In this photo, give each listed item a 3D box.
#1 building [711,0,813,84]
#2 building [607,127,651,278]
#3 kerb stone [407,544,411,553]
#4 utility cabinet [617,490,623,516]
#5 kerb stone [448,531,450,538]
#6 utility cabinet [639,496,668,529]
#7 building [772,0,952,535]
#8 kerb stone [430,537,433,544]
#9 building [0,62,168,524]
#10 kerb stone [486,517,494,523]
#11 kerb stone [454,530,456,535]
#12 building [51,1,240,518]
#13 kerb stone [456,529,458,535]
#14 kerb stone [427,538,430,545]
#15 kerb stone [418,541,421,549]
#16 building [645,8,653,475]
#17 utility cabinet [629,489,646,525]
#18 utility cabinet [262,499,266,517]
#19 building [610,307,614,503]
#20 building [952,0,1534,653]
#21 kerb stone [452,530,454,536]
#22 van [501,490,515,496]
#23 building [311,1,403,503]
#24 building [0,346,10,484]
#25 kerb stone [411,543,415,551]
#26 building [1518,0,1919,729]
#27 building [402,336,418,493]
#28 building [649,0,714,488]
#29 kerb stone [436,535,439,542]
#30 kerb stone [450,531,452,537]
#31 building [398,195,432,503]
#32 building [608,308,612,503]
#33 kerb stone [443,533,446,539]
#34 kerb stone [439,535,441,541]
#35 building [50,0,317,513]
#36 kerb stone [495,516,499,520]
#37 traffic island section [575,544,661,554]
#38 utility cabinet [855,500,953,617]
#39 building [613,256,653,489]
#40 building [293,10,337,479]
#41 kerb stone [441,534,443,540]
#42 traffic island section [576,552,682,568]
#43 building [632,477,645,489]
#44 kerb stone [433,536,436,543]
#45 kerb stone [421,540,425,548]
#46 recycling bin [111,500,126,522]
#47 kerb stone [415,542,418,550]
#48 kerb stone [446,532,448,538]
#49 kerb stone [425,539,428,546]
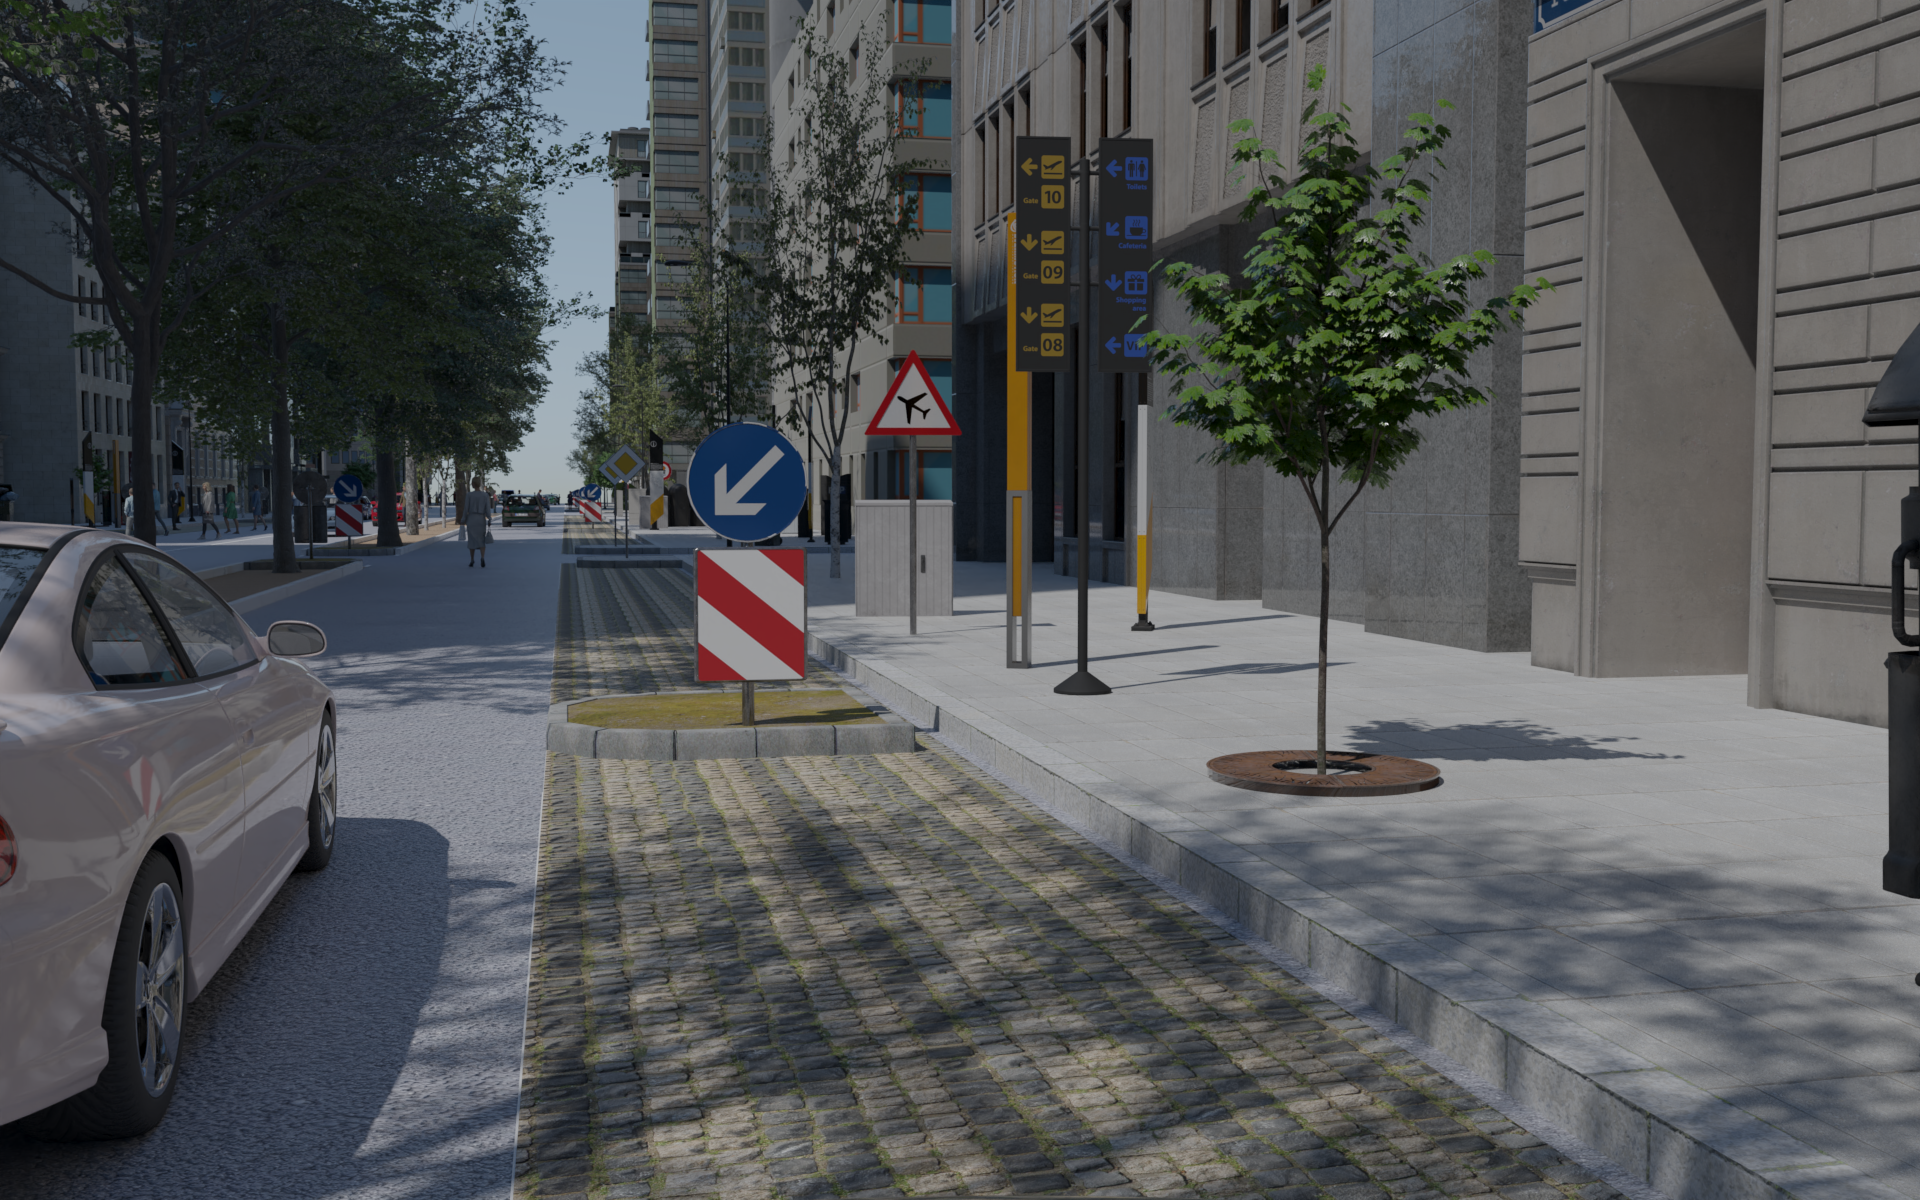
[{"bbox_3d":[-2.577,-25.453,108.039,32.217,40.220,23.993,-1,4,-13],"label":"building"},{"bbox_3d":[-35.244,-40.269,247.640,28.713,52.752,27.495,-1,4,-13],"label":"building"},{"bbox_3d":[-13.505,-1.216,42.082,0.120,0.150,1.000,-1,4,-13],"label":"kerb stone"},{"bbox_3d":[-19.314,-5.488,98.403,0.318,1.500,1.173,-1,4,-13],"label":"utility cabinet"},{"bbox_3d":[-16.689,-2.068,56.075,0.120,0.150,1.000,-1,4,-13],"label":"kerb stone"},{"bbox_3d":[-11.352,-3.242,64.169,1.020,1.237,0.306,-1,4,-22],"label":"utility cabinet"},{"bbox_3d":[9.217,-13.349,63.298,28.899,21.520,27.650,-1,4,-13],"label":"building"},{"bbox_3d":[-15.097,-1.643,49.078,0.120,0.150,1.000,-1,4,-13],"label":"kerb stone"},{"bbox_3d":[-44.832,-13.841,81.055,10.420,20.320,16.860,-1,4,-13],"label":"building"},{"bbox_3d":[-24.423,-4.150,90.041,0.120,0.150,1.000,-1,4,-13],"label":"kerb stone"},{"bbox_3d":[-17.367,-2.255,59.066,0.120,0.150,1.000,-1,4,-13],"label":"kerb stone"},{"bbox_3d":[-50.079,-19.169,99.322,13.634,28.700,20.117,-1,4,-13],"label":"building"},{"bbox_3d":[-17.598,-2.316,60.061,0.120,0.150,1.000,-1,4,-13],"label":"kerb stone"},{"bbox_3d":[-14.874,-1.583,48.081,0.120,0.150,1.000,-1,4,-13],"label":"kerb stone"},{"bbox_3d":[-14.188,-1.400,45.081,0.120,0.150,1.000,-1,4,-13],"label":"kerb stone"},{"bbox_3d":[-15.716,-32.524,151.368,23.786,49.044,30.456,-1,4,-13],"label":"building"},{"bbox_3d":[-13.139,-3.869,71.931,1.173,1.500,0.318,0,4,0],"label":"utility cabinet"},{"bbox_3d":[-39.297,-5.421,97.314,0.318,1.500,1.173,-2,4,-35],"label":"utility cabinet"},{"bbox_3d":[-37.822,-27.791,226.091,14.160,30.474,14.107,-1,4,-13],"label":"building"},{"bbox_3d":[7.901,-12.611,24.220,12.078,24.808,19.932,-1,4,-13],"label":"building"},{"bbox_3d":[-17.145,-2.192,58.068,0.120,0.150,1.000,-1,4,-13],"label":"kerb stone"},{"bbox_3d":[-62.716,-14.435,240.399,2.240,2.365,5.245,-1,4,-11],"label":"van"},{"bbox_3d":[-78.920,-40.589,205.628,21.231,58.520,28.212,-1,4,-13],"label":"building"},{"bbox_3d":[-41.502,-14.411,54.707,14.460,24.649,34.723,-1,4,-13],"label":"building"},{"bbox_3d":[-13.726,-1.270,43.088,0.120,0.150,1.000,-1,4,-13],"label":"kerb stone"},{"bbox_3d":[11.252,-10.258,3.870,11.583,22.565,21.152,-1,4,-13],"label":"building"},{"bbox_3d":[-79.579,-27.921,228.216,14.160,30.474,14.107,-1,4,-13],"label":"building"},{"bbox_3d":[-15.927,-27.227,128.763,14.154,41.232,14.086,-1,4,-13],"label":"building"},{"bbox_3d":[-15.550,-1.766,51.071,0.120,0.150,1.000,-1,4,-13],"label":"kerb stone"},{"bbox_3d":[-16.915,-2.133,57.072,0.120,0.150,1.000,-1,4,-13],"label":"kerb stone"},{"bbox_3d":[-85.923,-37.018,255.346,14.600,45.320,14.200,-1,4,-13],"label":"building"},{"bbox_3d":[-46.929,-30.297,267.057,14.160,30.474,14.107,-1,4,-13],"label":"building"},{"bbox_3d":[-16.238,-1.947,54.077,0.120,0.150,1.000,-1,4,-13],"label":"kerb stone"},{"bbox_3d":[-15.786,-1.828,52.084,0.120,0.150,1.000,-1,4,-13],"label":"kerb stone"},{"bbox_3d":[-60.006,-30.813,123.401,23.786,49.044,30.456,-1,4,-13],"label":"building"},{"bbox_3d":[-25.790,-4.516,96.036,0.120,0.150,1.000,-1,4,-13],"label":"kerb stone"},{"bbox_3d":[-8.414,-1.232,42.432,2.009,0.180,2.903,-1,4,-13],"label":"traffic island section"},{"bbox_3d":[-0.590,-0.433,18.235,1.020,1.237,0.306,0,4,-5],"label":"utility cabinet"},{"bbox_3d":[-34.641,-26.952,212.373,14.160,30.474,14.107,-1,4,-13],"label":"building"},{"bbox_3d":[-67.745,-30.429,152.138,22.147,44.769,28.867,-1,4,-13],"label":"building"},{"bbox_3d":[-16.012,-1.882,53.081,0.120,0.150,1.000,-1,4,-13],"label":"kerb stone"},{"bbox_3d":[-6.642,-0.756,34.645,2.009,0.180,2.903,-1,4,-13],"label":"traffic island section"},{"bbox_3d":[-17.613,-29.833,179.657,32.217,40.220,23.993,-1,4,-13],"label":"building"},{"bbox_3d":[-15.331,-1.705,50.073,0.120,0.150,1.000,-1,4,-13],"label":"kerb stone"},{"bbox_3d":[-14.417,-1.461,46.080,0.120,0.150,1.000,-1,4,-13],"label":"kerb stone"},{"bbox_3d":[-38.169,-4.055,78.848,0.722,1.027,0.722,3,5,39],"label":"recycling bin"},{"bbox_3d":[-13.960,-1.336,44.082,0.120,0.150,1.000,-1,4,-13],"label":"kerb stone"},{"bbox_3d":[-16.462,-2.003,55.075,0.120,0.150,1.000,-1,4,-13],"label":"kerb stone"},{"bbox_3d":[-14.645,-1.522,47.076,0.120,0.150,1.000,-1,4,-13],"label":"kerb stone"}]
